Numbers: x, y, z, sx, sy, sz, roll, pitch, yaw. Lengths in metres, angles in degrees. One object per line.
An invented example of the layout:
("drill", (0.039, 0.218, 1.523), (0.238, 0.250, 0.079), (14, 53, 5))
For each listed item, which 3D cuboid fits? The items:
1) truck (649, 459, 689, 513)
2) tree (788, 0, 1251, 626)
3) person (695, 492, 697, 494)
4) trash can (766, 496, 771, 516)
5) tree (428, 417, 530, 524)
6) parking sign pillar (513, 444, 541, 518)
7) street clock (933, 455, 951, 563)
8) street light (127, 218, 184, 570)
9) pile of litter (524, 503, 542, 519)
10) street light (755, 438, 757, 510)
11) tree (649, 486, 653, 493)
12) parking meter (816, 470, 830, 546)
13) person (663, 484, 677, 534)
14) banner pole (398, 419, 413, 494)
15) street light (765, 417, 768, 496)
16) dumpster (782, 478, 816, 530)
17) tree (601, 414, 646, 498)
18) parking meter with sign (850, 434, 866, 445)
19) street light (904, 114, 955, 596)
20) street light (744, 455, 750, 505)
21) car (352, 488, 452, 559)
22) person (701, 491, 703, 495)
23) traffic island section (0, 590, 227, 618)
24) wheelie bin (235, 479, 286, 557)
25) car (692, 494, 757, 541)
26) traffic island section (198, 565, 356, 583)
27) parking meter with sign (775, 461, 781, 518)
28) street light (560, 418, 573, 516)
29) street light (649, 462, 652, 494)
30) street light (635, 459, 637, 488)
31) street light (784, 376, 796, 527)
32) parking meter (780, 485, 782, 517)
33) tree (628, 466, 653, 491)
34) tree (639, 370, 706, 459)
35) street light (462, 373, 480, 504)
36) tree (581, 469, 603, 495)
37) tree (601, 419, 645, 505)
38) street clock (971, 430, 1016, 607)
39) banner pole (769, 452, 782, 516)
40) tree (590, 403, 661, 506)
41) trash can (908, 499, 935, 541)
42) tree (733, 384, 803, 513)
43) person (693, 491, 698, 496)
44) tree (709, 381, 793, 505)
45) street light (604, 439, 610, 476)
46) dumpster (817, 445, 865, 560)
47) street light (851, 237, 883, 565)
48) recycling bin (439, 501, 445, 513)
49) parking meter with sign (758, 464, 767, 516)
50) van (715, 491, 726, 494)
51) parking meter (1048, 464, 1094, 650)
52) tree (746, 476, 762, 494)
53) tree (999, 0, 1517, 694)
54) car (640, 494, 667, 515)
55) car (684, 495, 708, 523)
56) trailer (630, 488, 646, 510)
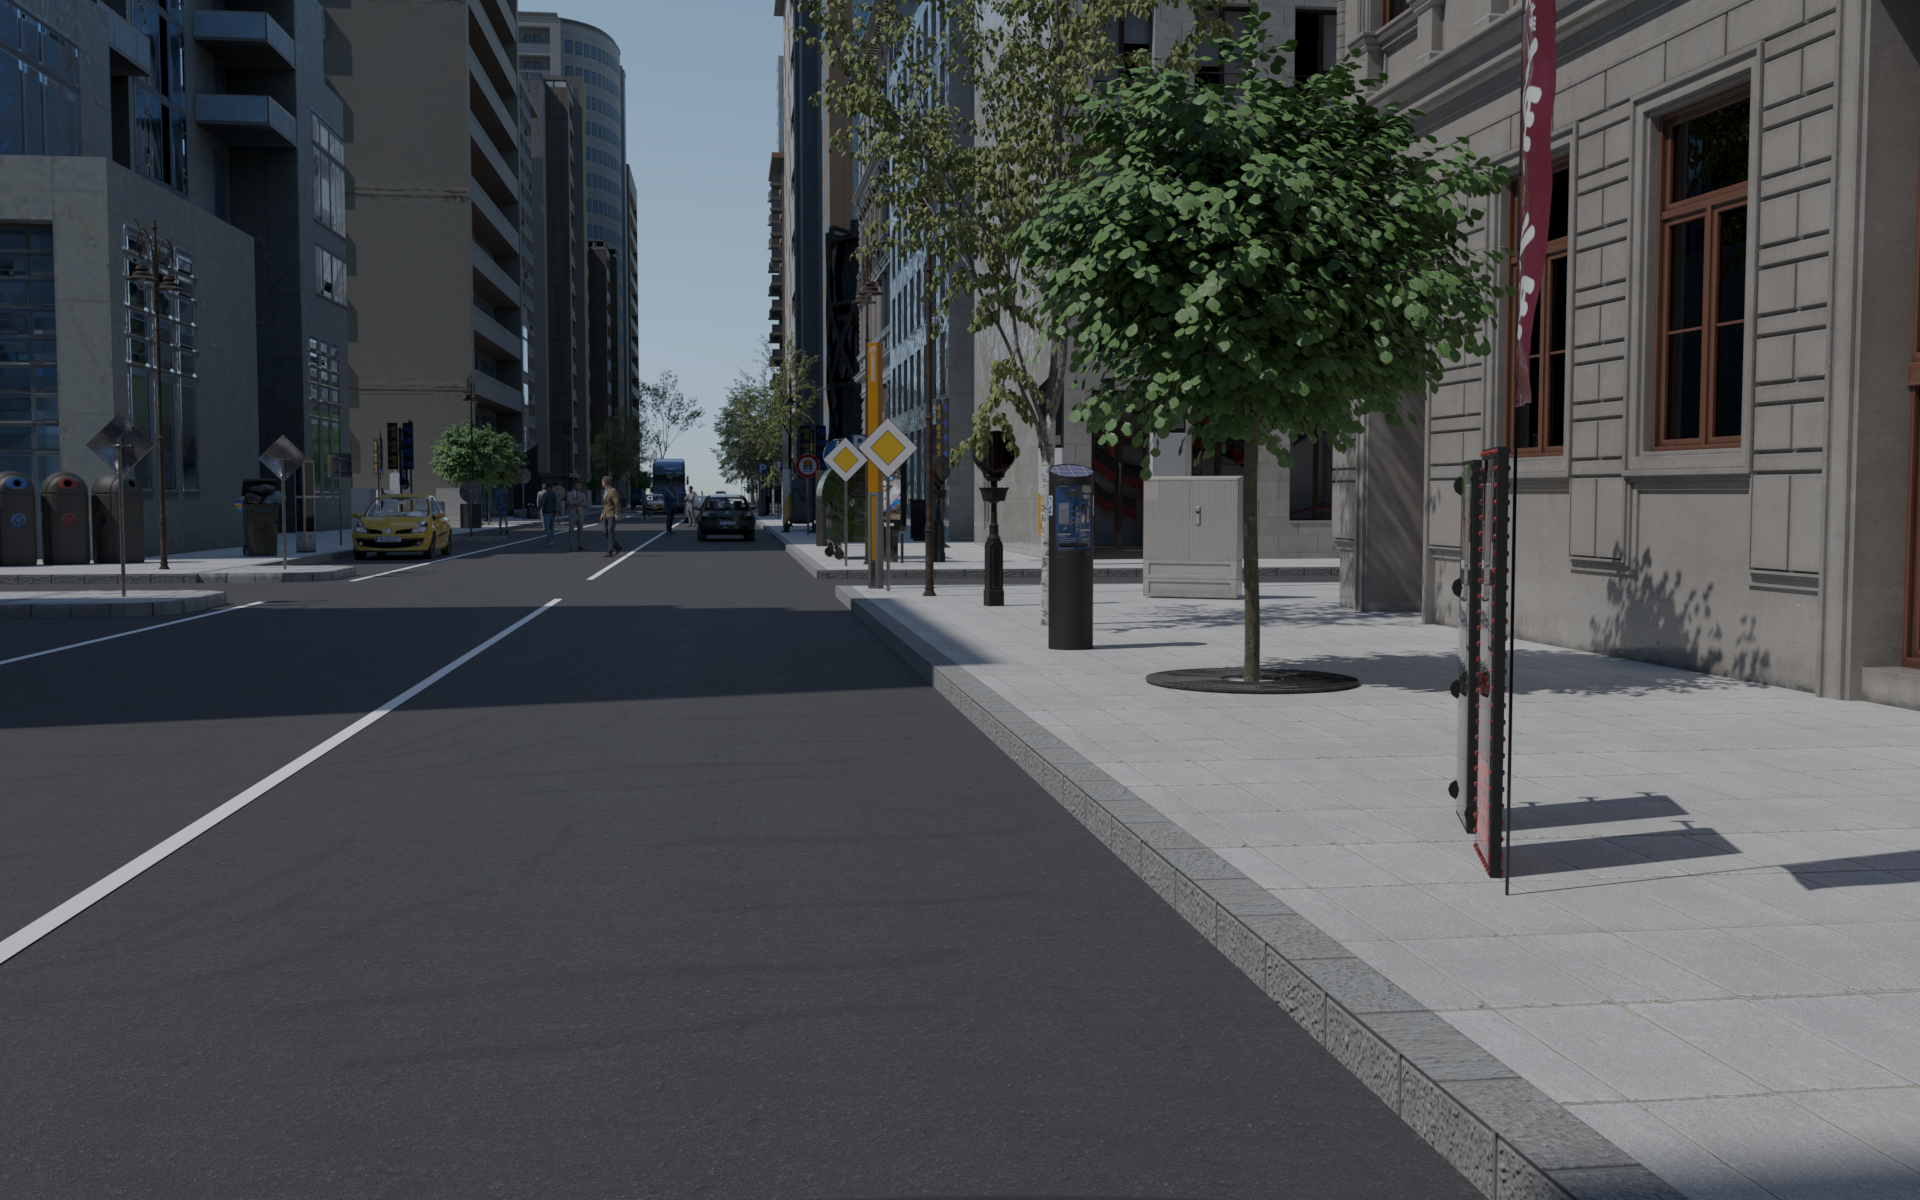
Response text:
("truck", (-22.898, -9.023, 137.285), (2.967, 4.110, 18.799), (-1, 4, -8))
("tree", (0.623, -4.059, 16.722), (4.737, 8.622, 4.395), (0, 3, 0))
("person", (-36.306, -13.974, 237.759), (1.217, 1.735, 0.721), (-2, 4, -35))
("trash can", (-11.621, -5.594, 103.122), (0.748, 1.137, 0.748), (0, 3, 0))
("tree", (-21.073, -5.745, 77.651), (4.285, 4.588, 4.351), (0, 3, 0))
("parking sign pillar", (-23.366, -6.412, 93.305), (1.447, 3.967, 1.447), (0, 4, -5))
("street clock", (-0.404, -1.708, 32.489), (0.358, 2.002, 0.471), (2, 4, 35))
("street light", (-13.549, -3.457, 29.312), (0.468, 5.910, 1.993), (0, 4, -8))
("pile of litter", (-21.852, -4.595, 89.100), (1.176, 0.858, 1.719), (0, 4, -6))
("street light", (-16.887, -10.420, 143.157), (0.468, 5.910, 1.993), (0, 4, -8))
("tree", (-42.582, -15.110, 241.642), (1.663, 3.219, 1.824), (0, 3, 0))
("parking meter", (-3.339, -2.252, 42.534), (0.255, 1.863, 0.399), (2, 4, 30))
("person", (-10.481, -3.295, 62.555), (0.419, 1.800, 0.721), (1, 4, 21))
("banner pole", (-18.627, -4.177, 58.303), (0.863, 3.779, 0.401), (2, 4, 35))
("street light", (-11.677, -8.067, 104.679), (0.468, 5.910, 1.993), (0, 4, -8))
("dumpster", (-5.622, -3.396, 61.289), (1.264, 1.857, 1.865), (0, 4, -8))
("tree", (-31.506, -12.867, 160.729), (4.737, 8.622, 4.395), (0, 3, 0))
("parking meter with sign", (-2.674, -3.265, 49.638), (0.543, 3.016, 1.738), (-1, 4, -18))
("street light", (-0.383, -2.987, 21.620), (0.468, 5.910, 1.993), (0, 4, -8))
("street light", (-21.925, -12.661, 179.792), (0.468, 5.910, 1.993), (0, 4, -8))
("car", (-12.630, -1.778, 39.298), (2.015, 1.641, 3.980), (-1, 4, -8))
("person", (-31.745, -12.506, 212.974), (0.705, 1.824, 1.348), (-1, 4, -9))
("traffic island section", (-10.431, 0.044, 21.564), (2.009, 0.180, 2.903), (0, 4, -8))
("wheelie bin", (-14.409, -1.703, 35.758), (0.980, 1.594, 0.693), (-2, 4, -31))
("car", (-7.331, -2.709, 54.072), (2.009, 1.686, 4.222), (-1, 4, -10))
("traffic island section", (-11.507, -0.440, 29.477), (2.009, 0.180, 2.903), (0, 4, -8))
("parking meter with sign", (-8.774, -5.788, 90.892), (1.738, 3.016, 0.543), (1, 4, 17))
("street light", (-23.890, -8.132, 105.742), (0.468, 5.910, 1.993), (0, 4, -8))
("street light", (-40.212, -15.424, 224.969), (0.468, 5.910, 1.993), (0, 4, -8))
("street light", (-35.085, -13.154, 187.863), (0.468, 5.910, 1.993), (0, 4, -8))
("street light", (-6.652, -5.826, 68.042), (0.468, 5.910, 1.993), (0, 4, -8))
("parking meter", (-9.867, -5.566, 96.715), (0.255, 1.863, 0.399), (0, 4, 4))
("tree", (-36.972, -13.264, 200.583), (4.285, 4.588, 4.351), (0, 3, 0))
("tree", (-44.003, -24.834, 261.924), (12.611, 20.169, 13.585), (0, 3, 0))
("street light", (-18.668, -5.717, 66.264), (0.468, 5.910, 1.993), (0, 4, -8))
("tree", (-28.718, -8.672, 136.387), (1.663, 3.219, 1.824), (0, 3, 0))
("tree", (-32.978, -13.400, 169.454), (4.360, 8.622, 3.978), (0, 3, 0))
("street clock", (0.387, -0.932, 19.806), (0.471, 2.002, 0.358), (-1, 4, -20))
("banner pole", (-10.800, -6.820, 101.519), (0.863, 3.779, 0.401), (-1, 4, -12))
("tree", (-34.675, -14.939, 178.669), (8.767, 10.594, 7.601), (1, 4, 17))
("trash can", (-1.054, -2.182, 47.328), (0.748, 1.137, 0.748), (0, 3, 0))
("tree", (-12.622, -10.059, 114.824), (4.360, 8.622, 3.978), (0, 3, 0))
("person", (-31.495, -12.026, 205.112), (1.348, 1.826, 0.705), (1, 4, 22))
("tree", (-23.365, -17.674, 195.619), (9.857, 13.997, 8.962), (0, 3, 0))
("street light", (-28.983, -10.377, 142.447), (0.468, 5.910, 1.993), (0, 4, -8))
("dumpster", (-2.059, -1.960, 34.546), (1.502, 2.255, 1.985), (0, 4, -8))
("street light", (-1.679, -3.585, 31.399), (0.468, 5.910, 1.993), (0, 4, -8))
("recycling bin", (-18.248, -2.884, 59.709), (0.722, 1.027, 0.722), (3, 5, 39))
("parking meter with sign", (-11.490, -6.379, 100.554), (0.543, 3.016, 1.738), (-1, 4, -9))
("van", (-31.127, -13.375, 225.690), (2.013, 2.044, 4.112), (0, 4, -6))
("parking meter", (0.919, -0.363, 14.344), (0.372, 1.533, 0.369), (0, 3, 0))
("tree", (-19.310, -10.533, 166.809), (1.663, 3.219, 1.824), (0, 3, 0))
("tree", (1.968, -1.714, 11.735), (4.285, 4.588, 4.351), (0, 3, 0))
("car", (-21.386, -6.795, 121.327), (2.015, 1.641, 3.980), (-1, 4, -9))
("car", (-12.865, -4.571, 87.092), (2.083, 1.381, 4.827), (0, 4, -6))
("trailer", (-28.027, -8.814, 151.162), (1.471, 1.999, 3.904), (0, 4, -6))
